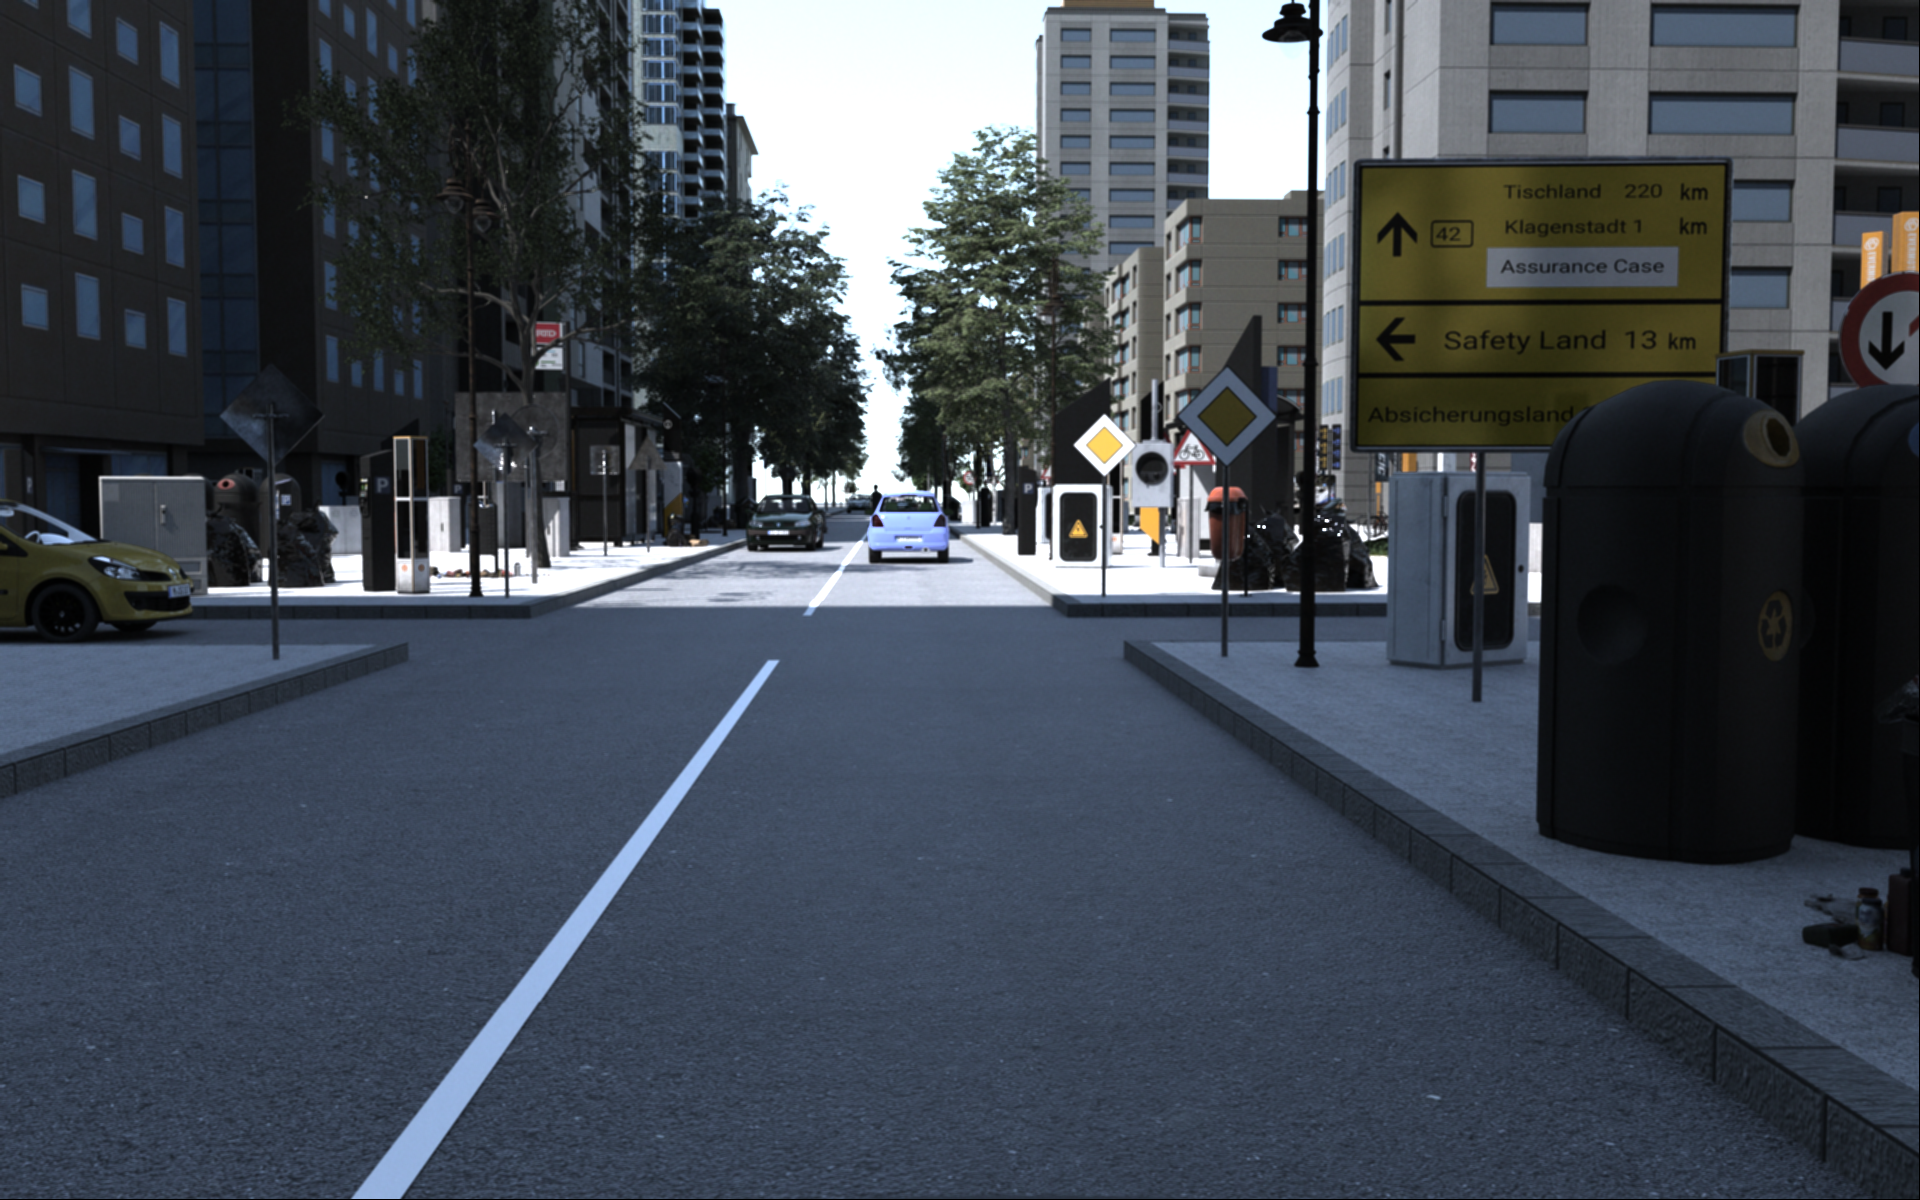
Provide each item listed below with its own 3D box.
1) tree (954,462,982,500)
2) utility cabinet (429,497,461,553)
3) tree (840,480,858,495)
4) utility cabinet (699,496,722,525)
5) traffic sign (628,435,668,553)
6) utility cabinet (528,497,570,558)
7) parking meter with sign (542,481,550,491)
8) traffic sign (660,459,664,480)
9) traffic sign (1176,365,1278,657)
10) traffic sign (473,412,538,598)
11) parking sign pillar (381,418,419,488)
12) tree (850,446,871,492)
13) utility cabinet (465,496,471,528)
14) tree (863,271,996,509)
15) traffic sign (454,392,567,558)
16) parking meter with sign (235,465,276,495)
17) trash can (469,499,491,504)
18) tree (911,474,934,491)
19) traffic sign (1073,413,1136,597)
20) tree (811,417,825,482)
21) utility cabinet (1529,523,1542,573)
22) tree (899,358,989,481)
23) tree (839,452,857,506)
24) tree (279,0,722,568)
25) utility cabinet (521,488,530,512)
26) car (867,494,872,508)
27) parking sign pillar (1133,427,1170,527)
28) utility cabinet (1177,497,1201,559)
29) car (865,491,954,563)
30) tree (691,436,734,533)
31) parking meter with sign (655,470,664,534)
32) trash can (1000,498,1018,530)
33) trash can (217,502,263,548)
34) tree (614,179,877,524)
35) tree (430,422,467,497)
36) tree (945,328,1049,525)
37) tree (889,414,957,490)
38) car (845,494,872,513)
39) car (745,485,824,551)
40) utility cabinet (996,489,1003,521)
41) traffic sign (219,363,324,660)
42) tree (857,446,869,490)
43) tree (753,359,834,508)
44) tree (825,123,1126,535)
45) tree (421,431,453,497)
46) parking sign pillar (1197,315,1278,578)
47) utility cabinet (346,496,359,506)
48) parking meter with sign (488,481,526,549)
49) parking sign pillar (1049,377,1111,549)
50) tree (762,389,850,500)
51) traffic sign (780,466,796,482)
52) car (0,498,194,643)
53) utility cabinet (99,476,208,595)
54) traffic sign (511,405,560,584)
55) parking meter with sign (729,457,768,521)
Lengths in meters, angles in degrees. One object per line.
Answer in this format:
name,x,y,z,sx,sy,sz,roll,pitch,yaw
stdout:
tree,0.634,-6.616,102.767,1.663,3.219,1.824,0,3,0
utility cabinet,-11.398,-1.656,38.245,0.306,1.237,1.020,-3,5,-43
tree,-14.840,-14.421,230.389,1.663,3.219,1.824,0,3,0
utility cabinet,-10.089,-3.586,69.792,1.020,1.237,0.306,0,4,-6
traffic sign,-6.823,-2.315,37.861,0.884,2.594,0.081,0,4,7
utility cabinet,-8.401,-1.476,35.288,1.020,1.237,0.306,3,4,37
parking meter with sign,-18.476,-4.899,76.361,0.543,3.016,1.738,3,5,40
traffic sign,-8.420,-2.945,50.281,0.606,2.300,0.079,0,4,7
traffic sign,2.087,-0.610,13.622,0.795,2.450,0.064,0,4,-2
traffic sign,-5.595,-1.083,21.352,0.795,2.450,0.064,0,4,-2
parking sign pillar,-19.798,-4.449,61.212,1.447,3.967,1.447,-2,4,-33
tree,-12.321,-14.911,194.153,4.360,8.622,3.978,0,3,0
utility cabinet,-18.720,-3.298,65.086,1.020,1.237,0.306,-2,4,-24
tree,-2.262,-17.976,149.803,12.611,20.169,13.585,0,3,0
traffic sign,-8.972,-2.489,34.576,2.265,3.308,0.079,0,4,5
parking meter with sign,-21.358,-3.408,51.981,0.543,3.016,1.738,3,5,44
trash can,-13.919,-2.377,50.517,0.748,1.137,0.748,0,3,0
tree,-4.684,-14.356,218.428,4.285,4.588,4.351,0,3,0
traffic sign,1.795,-1.098,21.602,0.795,2.450,0.064,0,4,-2
tree,-12.358,-15.624,173.580,7.486,12.596,7.792,0,3,0
utility cabinet,9.630,-1.022,27.864,0.306,1.237,1.020,-3,4,-38
tree,-0.615,-12.220,125.556,9.928,11.665,9.643,0,3,0
tree,-12.348,-12.552,155.592,4.737,8.622,4.395,0,3,0
tree,-7.604,-5.833,29.790,7.601,10.594,8.767,0,4,-4
utility cabinet,-15.332,-3.157,60.294,1.173,1.500,0.318,3,5,39
car,-8.828,-9.348,162.618,2.009,1.686,4.222,0,4,-4
parking sign pillar,7.481,-4.841,67.625,1.447,3.967,1.447,0,4,5
utility cabinet,4.593,-1.451,34.884,0.306,1.237,1.020,0,4,-3
car,-1.092,-1.688,37.197,1.945,1.707,3.694,0,4,-2
tree,-8.277,-3.839,57.362,1.663,3.219,1.824,0,3,0
parking meter with sign,-9.859,-3.629,55.599,1.738,3.016,0.543,0,4,4
trash can,1.815,-3.085,62.090,0.748,1.137,0.748,0,3,0
trash can,-12.617,-1.145,30.378,0.748,1.137,0.748,0,3,0
tree,-9.003,-10.006,70.248,9.857,13.997,8.962,0,3,0
tree,-23.482,-5.772,78.090,4.285,4.588,4.351,0,3,0
tree,1.664,-7.412,71.545,4.737,8.622,4.395,0,3,0
tree,-4.560,-19.239,231.561,9.611,12.733,9.660,0,3,0
car,-7.618,-7.290,130.986,2.131,1.459,4.920,0,4,-2
car,-4.499,-2.142,44.814,2.009,1.686,4.222,0,4,0
utility cabinet,2.160,-4.469,81.754,0.318,1.500,1.173,-2,4,-31
traffic sign,-5.303,-0.595,13.373,0.795,2.450,0.064,0,4,-2
tree,-12.220,-14.454,186.677,4.737,8.622,4.395,0,3,0
tree,-9.442,-8.737,93.204,4.737,8.622,4.395,0,3,0
tree,1.133,-8.315,54.084,7.486,12.596,7.792,0,3,0
tree,-16.358,-3.571,52.988,1.663,3.219,1.824,0,3,0
parking sign pillar,4.429,-2.349,26.874,1.447,3.967,1.447,-1,4,-16
utility cabinet,-18.568,-2.617,53.945,1.020,1.237,0.306,1,4,11
parking meter with sign,-10.674,-2.730,40.891,0.543,3.016,1.738,1,4,17
parking sign pillar,2.792,-3.148,39.949,1.447,3.967,1.447,0,4,-6
tree,-9.678,-9.394,103.951,4.360,8.622,3.978,0,3,0
traffic sign,-7.834,-4.818,78.886,0.768,2.556,0.104,0,4,5
car,-9.828,-0.436,17.355,3.980,1.641,2.015,0,4,-2
utility cabinet,-10.060,-0.791,21.620,1.173,1.500,0.318,-2,4,-32
traffic sign,-6.087,-1.504,24.705,0.768,2.556,0.104,0,4,5
parking meter with sign,-9.895,-5.183,81.002,1.738,3.016,0.543,-1,4,-20
